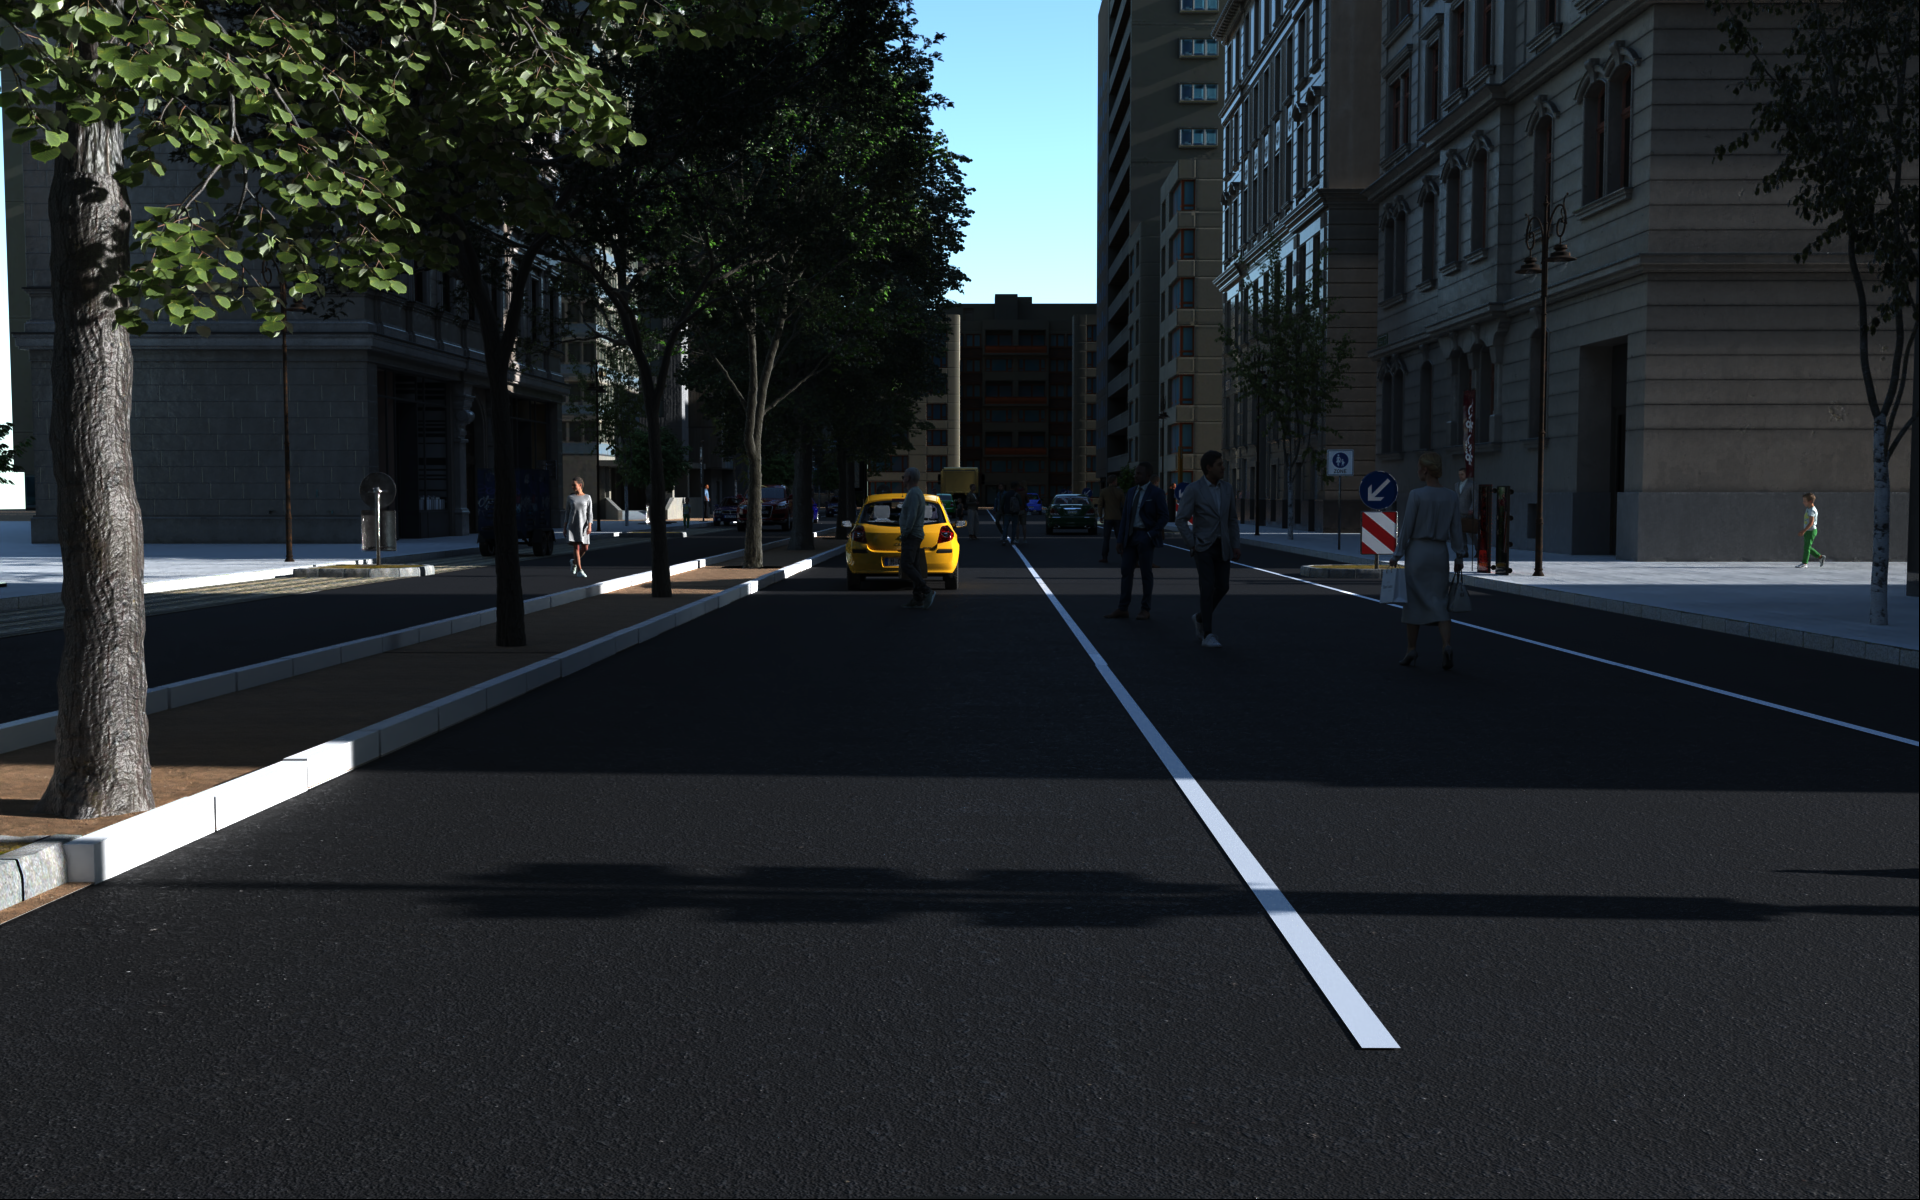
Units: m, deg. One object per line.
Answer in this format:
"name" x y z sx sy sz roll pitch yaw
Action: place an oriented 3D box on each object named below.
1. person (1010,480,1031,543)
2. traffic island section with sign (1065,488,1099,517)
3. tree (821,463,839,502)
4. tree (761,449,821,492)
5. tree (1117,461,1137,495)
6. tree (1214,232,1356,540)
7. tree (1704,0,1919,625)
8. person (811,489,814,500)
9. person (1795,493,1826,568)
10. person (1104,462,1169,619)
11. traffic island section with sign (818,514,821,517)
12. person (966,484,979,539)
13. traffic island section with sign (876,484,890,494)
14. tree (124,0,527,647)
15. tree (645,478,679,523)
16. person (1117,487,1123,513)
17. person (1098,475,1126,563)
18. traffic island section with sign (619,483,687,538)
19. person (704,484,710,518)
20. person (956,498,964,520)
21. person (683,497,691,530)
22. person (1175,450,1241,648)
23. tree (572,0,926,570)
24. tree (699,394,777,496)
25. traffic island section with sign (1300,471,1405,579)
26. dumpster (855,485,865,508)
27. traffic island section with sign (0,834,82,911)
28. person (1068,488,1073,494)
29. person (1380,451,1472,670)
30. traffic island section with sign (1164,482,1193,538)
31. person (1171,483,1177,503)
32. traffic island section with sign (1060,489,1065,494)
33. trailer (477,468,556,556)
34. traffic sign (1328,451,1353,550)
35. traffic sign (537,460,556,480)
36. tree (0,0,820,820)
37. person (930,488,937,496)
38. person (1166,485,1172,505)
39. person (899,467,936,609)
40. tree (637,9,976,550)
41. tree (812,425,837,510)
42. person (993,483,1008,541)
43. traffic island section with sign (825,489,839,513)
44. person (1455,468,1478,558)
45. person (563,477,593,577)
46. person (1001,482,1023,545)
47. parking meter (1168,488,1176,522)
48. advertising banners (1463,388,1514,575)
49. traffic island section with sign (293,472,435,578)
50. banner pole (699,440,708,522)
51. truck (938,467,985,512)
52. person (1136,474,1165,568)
"person" 1.773 -2.561 50.342 0.573 1.828 0.580 3 4 36
"traffic island section with sign" 7.737 -6.044 107.451 1.989 1.847 2.006 0 4 1
"tree" -11.940 -10.685 158.414 4.285 4.588 4.351 0 3 0
"tree" -12.136 -8.124 116.546 4.285 4.588 4.351 0 3 0
"tree" 10.103 -6.756 105.058 1.663 3.219 1.824 0 3 0
"tree" 9.230 -5.991 48.317 4.737 8.622 4.395 0 3 0
"tree" 9.008 -4.046 16.510 4.360 8.622 3.978 0 3 0
"person" -12.893 -8.758 149.767 0.617 1.759 0.750 -3 4 -39
"person" 14.808 -1.212 30.104 0.590 1.304 0.306 -1 4 -8
"person" 2.061 -0.687 19.916 0.721 1.800 0.419 3 4 36
"traffic island section with sign" -9.683 -6.054 107.617 1.989 1.847 2.006 0 4 1
"person" 0.428 -2.794 54.727 0.362 1.759 0.519 2 4 30
"traffic island section with sign" -3.607 -4.432 80.597 2.006 1.907 1.989 0 4 1
"tree" -4.190 -4.858 16.297 8.767 10.594 7.601 0 4 1
"tree" -13.181 -5.064 77.404 1.663 3.219 1.824 0 3 0
"person" 7.226 -4.328 79.664 0.834 1.777 0.661 3 4 36
"person" 3.230 -1.697 36.162 0.656 1.842 0.836 -2 4 -32
"traffic island section with sign" -10.141 -2.986 57.456 1.989 1.847 2.006 0 4 1
"person" -13.356 -5.221 91.384 0.705 1.826 1.348 0 4 -2
"person" -0.003 -3.809 75.450 0.373 1.253 0.362 -3 4 -39
"person" -10.817 -3.412 68.541 0.306 1.304 0.590 -1 4 -15
"person" 2.333 -0.497 16.465 0.661 1.843 0.795 -1 4 -23
"tree" -3.867 -6.397 32.797 9.928 11.665 9.643 0 3 0
"tree" -12.047 -8.832 94.757 4.737 8.622 4.395 0 3 0
"traffic island section with sign" 7.033 -1.325 30.298 1.989 1.847 2.006 0 4 1
"dumpster" -9.445 -9.084 153.473 1.985 2.255 1.502 0 4 1
"traffic island section with sign" -4.277 0.164 5.461 2.006 1.907 1.989 0 4 1
"person" 10.019 -9.292 157.837 0.709 1.838 0.599 0 4 -8
"person" 3.832 -0.328 14.223 0.694 1.780 0.624 0 4 4
"traffic island section with sign" 7.298 -3.011 57.866 1.989 1.847 2.006 0 4 1
"person" 10.299 -4.723 83.394 0.705 1.807 1.348 1 4 8
"traffic island section with sign" 7.977 -7.750 135.342 1.989 1.847 2.006 0 4 1
"trailer" -10.217 -1.964 39.159 1.471 1.999 3.904 0 4 0
"traffic sign" 8.742 -2.309 39.879 0.606 2.300 0.079 0 4 6
"traffic sign" -12.454 -3.062 52.193 0.606 2.300 0.079 1 4 10
"tree" -3.972 -5.338 7.860 7.486 12.596 7.792 0 3 0
"person" -1.387 -5.103 92.595 0.621 1.740 0.551 0 4 0
"person" 10.393 -4.831 85.716 1.217 1.739 0.721 2 4 35
"person" -0.544 -0.787 21.852 0.515 1.767 0.782 0 4 3
"tree" -4.067 -8.246 43.937 9.857 13.997 8.962 0 3 0
"tree" -11.468 -11.827 143.730 4.360 8.622 3.978 0 3 0
"person" 1.331 -2.710 53.160 0.601 1.785 0.444 3 4 38
"traffic island section with sign" -9.442 -7.703 134.571 1.989 1.847 2.006 0 4 1
"person" 10.171 -1.756 34.877 0.853 1.813 0.709 -3 4 -38
"person" -6.657 -1.274 30.085 0.466 1.731 0.760 -3 4 -37
"person" 1.441 -2.421 48.424 0.623 1.781 0.721 0 4 4
"parking meter" 9.627 -4.301 78.726 0.372 1.533 0.369 0 3 0
"advertising banners" 8.556 -1.956 28.167 0.090 3.025 2.074 0 4 -5
"traffic island section with sign" -10.385 -1.336 30.465 1.989 1.847 2.006 0 4 1
"banner pole" -12.020 -5.545 80.685 0.401 3.779 0.863 -1 4 -21
"truck" 0.034 -7.833 123.994 3.469 3.379 9.791 0 4 1
"person" 3.728 -1.530 33.643 0.853 1.813 0.709 -2 4 -28
